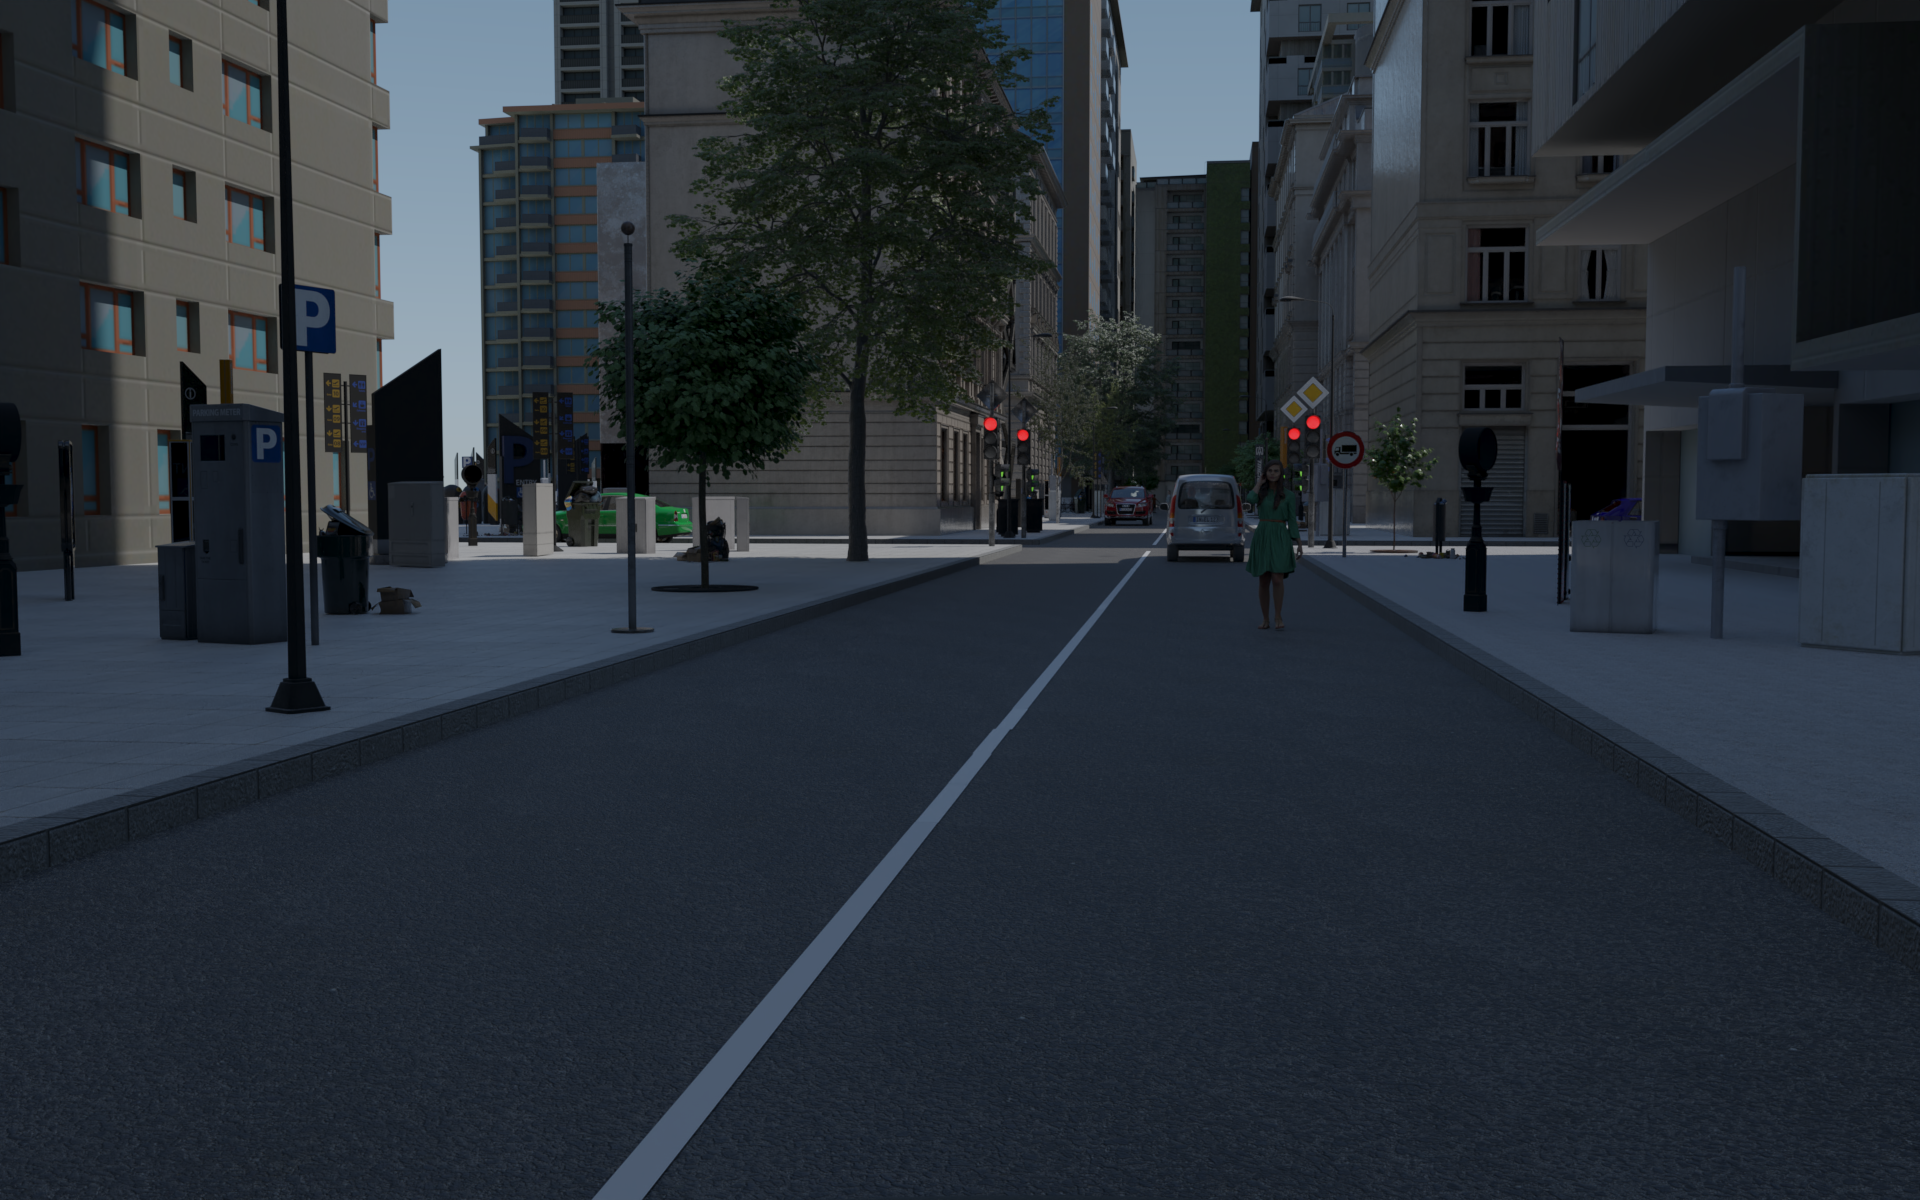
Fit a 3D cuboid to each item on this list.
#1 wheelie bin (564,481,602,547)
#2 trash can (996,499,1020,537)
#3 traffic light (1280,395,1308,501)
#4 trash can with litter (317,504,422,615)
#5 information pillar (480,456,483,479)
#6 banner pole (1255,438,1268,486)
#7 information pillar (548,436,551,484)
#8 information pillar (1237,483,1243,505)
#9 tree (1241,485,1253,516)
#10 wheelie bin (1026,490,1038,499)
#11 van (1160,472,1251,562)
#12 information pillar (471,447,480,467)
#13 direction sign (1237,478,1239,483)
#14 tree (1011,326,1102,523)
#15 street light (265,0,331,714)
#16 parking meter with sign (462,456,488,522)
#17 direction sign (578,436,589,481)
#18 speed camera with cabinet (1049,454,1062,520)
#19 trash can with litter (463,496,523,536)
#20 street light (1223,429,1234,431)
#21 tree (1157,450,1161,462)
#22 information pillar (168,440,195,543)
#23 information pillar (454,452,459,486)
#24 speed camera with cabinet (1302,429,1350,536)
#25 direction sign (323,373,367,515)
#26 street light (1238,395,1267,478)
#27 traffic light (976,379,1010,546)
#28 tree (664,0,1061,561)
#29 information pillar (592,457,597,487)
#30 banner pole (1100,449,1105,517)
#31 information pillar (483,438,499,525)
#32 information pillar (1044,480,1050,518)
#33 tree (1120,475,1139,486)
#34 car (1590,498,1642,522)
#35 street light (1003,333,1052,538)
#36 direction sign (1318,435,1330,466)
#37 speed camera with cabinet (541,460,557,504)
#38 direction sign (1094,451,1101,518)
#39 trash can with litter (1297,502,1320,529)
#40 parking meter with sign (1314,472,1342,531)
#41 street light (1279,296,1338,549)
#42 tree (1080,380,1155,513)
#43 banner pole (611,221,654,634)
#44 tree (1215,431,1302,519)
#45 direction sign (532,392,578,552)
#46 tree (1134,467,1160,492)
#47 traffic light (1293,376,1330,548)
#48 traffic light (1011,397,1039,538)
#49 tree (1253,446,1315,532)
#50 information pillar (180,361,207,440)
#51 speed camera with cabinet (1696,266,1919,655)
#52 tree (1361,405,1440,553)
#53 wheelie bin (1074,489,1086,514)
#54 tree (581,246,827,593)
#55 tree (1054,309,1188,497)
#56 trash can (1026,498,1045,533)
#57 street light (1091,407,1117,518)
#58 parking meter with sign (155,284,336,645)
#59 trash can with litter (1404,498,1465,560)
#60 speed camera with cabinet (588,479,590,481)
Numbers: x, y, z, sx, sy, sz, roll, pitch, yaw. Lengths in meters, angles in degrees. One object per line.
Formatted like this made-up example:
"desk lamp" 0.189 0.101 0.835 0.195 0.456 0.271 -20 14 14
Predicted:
"wheelie bin" -9.163 -2.102 42.275 0.693 1.594 0.980 2 4 35
"trash can" 1.453 -2.476 52.138 0.748 1.137 0.748 0 3 0
"traffic light" 9.468 -3.693 49.302 0.839 4.253 0.868 0 4 8
"trash can with litter" -6.345 -0.441 18.603 1.055 1.170 0.624 0 4 -5
"information pillar" -26.727 -6.428 96.458 0.504 3.616 0.183 1 4 18
"banner pole" 13.389 -5.302 76.711 0.863 3.779 0.401 -2 4 -25
"information pillar" -16.435 -4.768 69.307 0.183 3.616 0.504 -1 4 -14
"information pillar" 18.865 -6.862 116.691 0.304 2.012 0.304 3 5 41
"tree" 17.181 -6.548 101.666 1.663 3.219 1.824 0 3 0
"wheelie bin" 3.047 -4.131 75.451 0.693 1.594 0.980 -1 4 -15
"van" 5.392 -1.900 38.083 2.013 2.044 4.112 0 4 8
"information pillar" -24.343 -5.826 86.615 0.183 3.616 0.504 -2 4 -30
"direction sign" 19.064 -7.753 118.757 0.379 3.537 0.876 1 4 12
"tree" 4.255 -7.631 75.132 4.360 8.622 3.978 0 3 0
"street light" -3.387 -2.291 10.003 1.470 5.913 1.316 0 4 8
"parking meter with sign" -22.517 -5.175 80.871 0.543 3.016 1.738 1 4 17
"direction sign" -14.965 -4.640 67.854 0.876 3.537 0.379 -1 4 -19
"speed camera with cabinet" 4.675 -5.544 84.979 0.660 3.252 2.038 0 4 5
"trash can with litter" -14.277 -2.583 53.282 2.233 1.210 1.678 -2 4 -35
"street light" 19.456 -9.250 123.785 1.470 5.913 1.316 0 4 8
"tree" 19.117 -14.088 180.707 4.737 8.622 4.395 0 3 0
"information pillar" -10.529 -1.167 23.576 0.304 2.012 0.304 0 4 4
"information pillar" -28.401 -6.507 97.749 0.183 3.616 0.504 -2 4 -33
"speed camera with cabinet" 11.246 -3.597 53.151 0.660 3.252 2.038 3 5 41
"direction sign" -11.564 -2.488 32.677 0.379 3.537 0.876 3 5 39
"street light" 13.823 -6.662 81.457 1.470 5.913 1.316 0 4 8
"traffic light" 0.798 -3.271 42.402 0.839 4.253 0.868 0 4 8
"tree" -1.570 -7.007 32.694 7.486 12.596 7.792 0 3 0
"information pillar" -23.304 -7.281 110.406 0.183 3.616 0.504 -3 5 -40
"banner pole" 7.916 -6.504 96.353 0.401 3.779 0.863 1 4 21
"information pillar" -19.437 -4.934 72.027 0.504 3.616 0.183 2 4 32
"information pillar" 4.645 -5.319 91.459 0.304 2.012 0.304 2 4 30
"tree" 17.151 -10.842 171.874 1.663 3.219 1.824 0 3 0
"car" 18.117 -1.926 44.070 3.894 1.354 1.945 1 4 9
"street light" 1.969 -4.749 50.192 1.470 5.913 1.316 0 4 8
"direction sign" 13.879 -4.530 66.068 0.379 3.537 0.876 3 5 42
"speed camera with cabinet" -23.659 -6.527 101.044 2.038 3.252 0.660 -3 4 -36
"direction sign" 7.249 -6.077 91.353 0.379 3.537 0.876 -1 4 -20
"trash can with litter" 12.931 -3.241 64.373 1.055 1.170 0.624 -3 4 -36
"parking meter with sign" 13.113 -3.975 61.247 1.738 3.016 0.543 -3 4 -37
"street light" 8.206 -4.175 40.806 1.470 5.913 1.316 0 4 8
"tree" 9.442 -9.839 111.237 4.737 8.622 4.395 0 3 0
"banner pole" -3.087 -1.603 16.227 0.401 3.779 0.863 -1 4 -10
"tree" 16.248 -6.742 93.940 4.285 4.588 4.351 0 3 0
"direction sign" -9.035 -2.846 38.527 0.876 3.537 0.379 -1 4 -15
"tree" 20.724 -12.748 192.141 4.285 4.588 4.351 0 3 0
"traffic light" 8.392 -3.209 41.389 0.839 4.253 0.868 0 4 8
"traffic light" 1.874 -3.755 50.315 0.839 4.253 0.868 0 4 8
"tree" 11.299 -3.967 59.455 1.663 3.219 1.824 0 3 0
"information pillar" -13.610 -2.413 30.808 0.183 3.616 0.504 2 4 31
"speed camera with cabinet" 7.267 -1.242 14.643 0.660 3.252 2.038 -2 4 -27
"tree" 9.638 -2.643 37.821 1.663 3.219 1.824 0 3 0
"wheelie bin" 7.891 -6.472 113.733 0.693 1.594 0.980 -1 4 -18
"tree" -3.368 -2.414 23.188 4.285 4.588 4.351 0 3 0
"tree" 10.620 -13.034 119.763 9.857 13.997 8.962 0 3 0
"trash can" 2.442 -2.807 57.545 0.748 1.137 0.748 0 3 0
"street light" 7.678 -7.332 92.411 1.470 5.913 1.316 0 4 8
"parking meter with sign" -6.224 -1.144 14.959 1.738 3.016 0.543 2 4 25
"trash can with litter" 9.844 -1.463 34.975 1.678 1.210 2.233 2 4 24
"speed camera with cabinet" -23.012 -6.643 102.941 2.038 3.252 0.660 2 4 25
